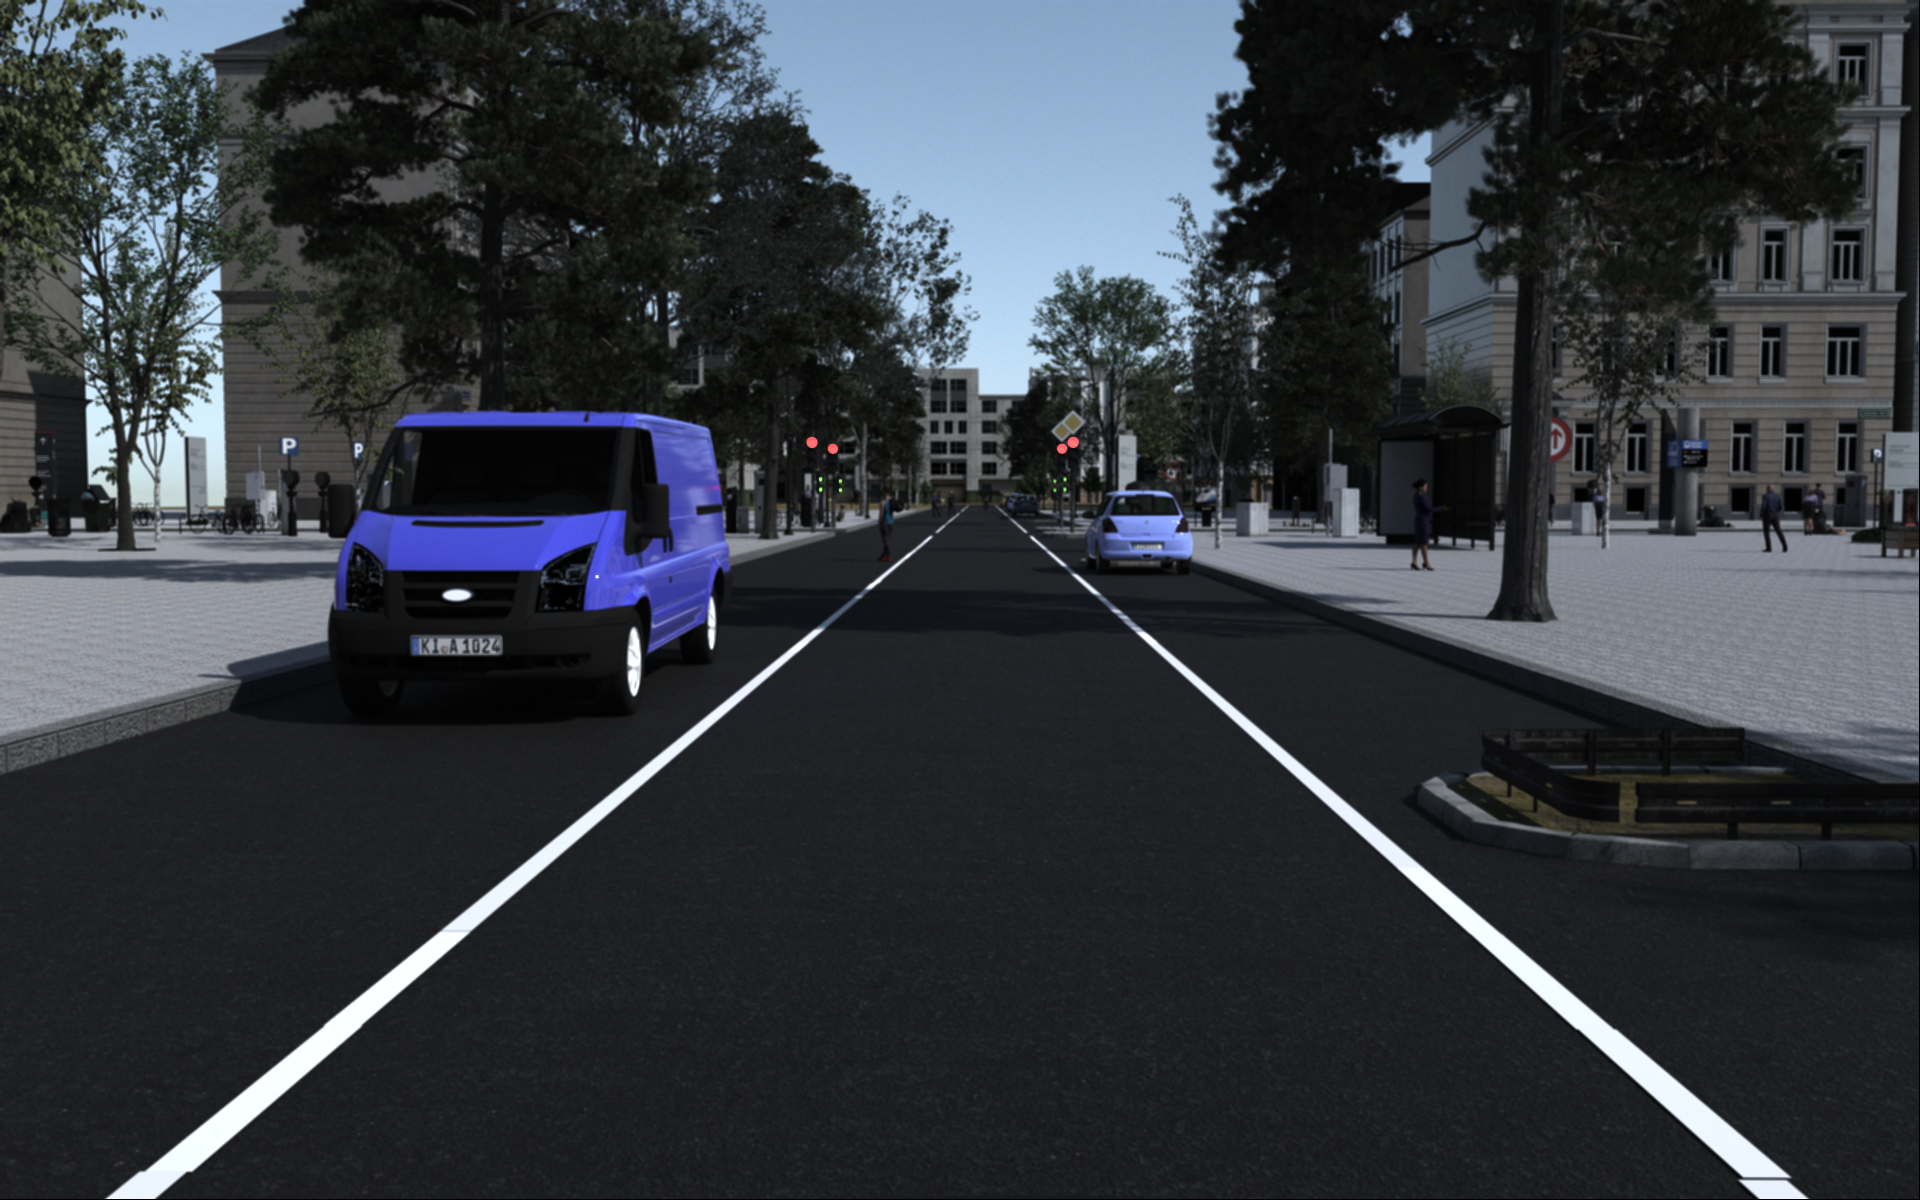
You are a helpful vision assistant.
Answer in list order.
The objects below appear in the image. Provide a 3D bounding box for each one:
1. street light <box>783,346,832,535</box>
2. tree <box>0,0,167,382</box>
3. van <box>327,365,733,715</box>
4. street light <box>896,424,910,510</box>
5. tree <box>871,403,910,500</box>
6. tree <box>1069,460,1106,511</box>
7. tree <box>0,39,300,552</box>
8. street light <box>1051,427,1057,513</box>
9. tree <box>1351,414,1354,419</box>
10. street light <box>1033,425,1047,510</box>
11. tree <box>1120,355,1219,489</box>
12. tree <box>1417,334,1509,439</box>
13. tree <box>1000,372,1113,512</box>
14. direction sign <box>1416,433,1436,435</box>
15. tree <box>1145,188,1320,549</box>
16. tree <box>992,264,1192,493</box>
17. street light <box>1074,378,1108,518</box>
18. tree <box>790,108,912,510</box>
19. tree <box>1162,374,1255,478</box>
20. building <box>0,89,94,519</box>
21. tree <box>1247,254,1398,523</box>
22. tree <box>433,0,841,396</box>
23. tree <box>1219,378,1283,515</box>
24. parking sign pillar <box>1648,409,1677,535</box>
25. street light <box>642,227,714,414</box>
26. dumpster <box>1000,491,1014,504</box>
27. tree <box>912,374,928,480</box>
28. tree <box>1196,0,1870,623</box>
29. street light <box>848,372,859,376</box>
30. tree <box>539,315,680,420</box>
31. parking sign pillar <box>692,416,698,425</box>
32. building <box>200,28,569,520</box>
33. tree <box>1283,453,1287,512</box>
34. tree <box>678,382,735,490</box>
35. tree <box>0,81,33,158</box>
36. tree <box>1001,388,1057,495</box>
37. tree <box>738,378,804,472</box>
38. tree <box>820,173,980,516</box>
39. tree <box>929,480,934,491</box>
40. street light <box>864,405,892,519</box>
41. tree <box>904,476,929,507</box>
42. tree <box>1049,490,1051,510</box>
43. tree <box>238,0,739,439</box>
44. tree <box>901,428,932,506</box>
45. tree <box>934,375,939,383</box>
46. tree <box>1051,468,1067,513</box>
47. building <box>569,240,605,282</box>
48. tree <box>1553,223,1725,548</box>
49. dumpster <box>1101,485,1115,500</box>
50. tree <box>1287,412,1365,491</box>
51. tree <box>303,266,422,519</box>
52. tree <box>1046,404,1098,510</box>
[{"bbox_3d":[-4.832,-4.988,54.092,1.470,5.913,1.316,0,4,1],"label":"street light"},{"bbox_3d":[-10.081,-4.100,17.396,4.737,8.622,4.395,0,3,0],"label":"tree"},{"bbox_3d":[-3.020,-0.527,12.996,2.240,2.365,5.245,0,4,0],"label":"van"},{"bbox_3d":[-4.014,-8.668,114.267,1.470,5.913,1.316,0,4,1],"label":"street light"},{"bbox_3d":[-5.133,-11.204,133.552,4.737,8.622,4.395,0,3,0],"label":"tree"},{"bbox_3d":[7.218,-6.234,96.526,1.663,3.219,1.824,0,3,0],"label":"tree"},{"bbox_3d":[-18.819,-6.928,39.021,9.928,11.665,9.643,0,3,0],"label":"tree"},{"bbox_3d":[5.652,-7.370,93.042,1.470,5.913,1.316,0,4,1],"label":"street light"},{"bbox_3d":[22.724,-9.689,108.784,4.360,8.622,3.978,0,3,0],"label":"tree"},{"bbox_3d":[5.843,-8.820,116.741,1.470,5.913,1.316,0,4,1],"label":"street light"},{"bbox_3d":[11.138,-8.840,94.890,4.737,8.622,4.395,0,3,0],"label":"tree"},{"bbox_3d":[22.664,-7.874,79.099,4.737,8.622,4.395,0,3,0],"label":"tree"},{"bbox_3d":[7.331,-11.718,126.007,8.767,10.594,7.601,-1,4,-10],"label":"tree"},{"bbox_3d":[17.330,-4.443,64.641,0.876,3.537,0.379,3,4,37],"label":"direction sign"},{"bbox_3d":[6.200,-5.530,40.781,4.360,8.622,3.978,0,3,0],"label":"tree"},{"bbox_3d":[6.846,-9.325,78.226,9.928,11.665,9.643,0,3,0],"label":"tree"},{"bbox_3d":[5.354,-5.916,69.269,1.470,5.913,1.316,0,4,1],"label":"street light"},{"bbox_3d":[-5.322,-7.752,48.806,6.751,12.117,7.091,0,3,0],"label":"tree"},{"bbox_3d":[18.198,-11.838,127.970,8.767,10.594,7.601,2,4,24],"label":"tree"},{"bbox_3d":[-64.297,-15.806,91.711,30.059,22.955,16.112,0,4,1],"label":"building"},{"bbox_3d":[15.757,-9.367,75.208,6.751,12.117,7.091,0,3,0],"label":"tree"},{"bbox_3d":[-6.788,-7.799,37.891,12.009,13.543,11.850,0,3,0],"label":"tree"},{"bbox_3d":[16.477,-9.568,106.801,4.737,8.622,4.395,0,3,0],"label":"tree"},{"bbox_3d":[22.791,-4.089,55.332,1.447,3.967,1.447,3,5,41],"label":"parking sign pillar"},{"bbox_3d":[-4.982,-3.534,30.320,1.470,5.913,1.316,0,4,1],"label":"street light"},{"bbox_3d":[5.728,-12.441,211.627,1.865,1.857,1.264,0,3,0],"label":"dumpster"},{"bbox_3d":[-5.390,-12.388,124.600,6.751,12.117,7.091,0,3,0],"label":"tree"},{"bbox_3d":[6.064,-6.722,17.320,7.806,13.903,7.818,0,3,0],"label":"tree"},{"bbox_3d":[-4.547,-5.732,66.255,1.470,5.913,1.316,0,4,1],"label":"street light"},{"bbox_3d":[-18.781,-10.197,92.484,9.928,11.665,9.643,0,3,0],"label":"tree"},{"bbox_3d":[-8.164,-4.032,54.394,1.447,3.967,1.447,0,4,-5],"label":"parking sign pillar"},{"bbox_3d":[-30.112,-18.283,96.194,12.463,27.353,25.104,0,4,1],"label":"building"},{"bbox_3d":[19.426,-10.141,116.169,4.737,8.622,4.395,0,3,0],"label":"tree"},{"bbox_3d":[-16.709,-9.904,112.300,4.737,8.622,4.395,0,3,0],"label":"tree"},{"bbox_3d":[-17.900,-5.489,24.159,7.601,10.594,8.767,2,4,29],"label":"tree"},{"bbox_3d":[7.328,-15.415,174.088,6.751,12.117,7.091,0,3,0],"label":"tree"},{"bbox_3d":[-9.865,-8.519,89.653,4.360,8.622,3.978,0,3,0],"label":"tree"},{"bbox_3d":[-5.187,-14.981,100.829,12.611,20.169,13.585,0,3,0],"label":"tree"},{"bbox_3d":[-4.070,-12.614,200.832,1.663,3.219,1.824,0,3,0],"label":"tree"},{"bbox_3d":[-4.281,-7.192,90.134,1.470,5.913,1.316,0,4,1],"label":"street light"},{"bbox_3d":[-4.593,-10.951,173.656,1.663,3.219,1.824,0,3,0],"label":"tree"},{"bbox_3d":[7.829,-9.058,142.698,1.663,3.219,1.824,0,3,0],"label":"tree"},{"bbox_3d":[-6.865,-6.306,25.158,6.751,12.117,7.091,0,3,0],"label":"tree"},{"bbox_3d":[-4.791,-14.326,184.588,4.360,8.622,3.978,0,3,0],"label":"tree"},{"bbox_3d":[-5.966,-10.114,75.733,12.009,13.543,11.850,0,3,0],"label":"tree"},{"bbox_3d":[7.077,-7.350,114.781,1.663,3.219,1.824,0,3,0],"label":"tree"},{"bbox_3d":[-31.282,-15.290,117.446,16.820,18.784,16.811,0,4,1],"label":"building"},{"bbox_3d":[15.476,-5.523,40.658,4.360,8.622,3.978,0,3,0],"label":"tree"},{"bbox_3d":[9.745,-6.470,111.545,1.264,1.857,1.865,0,4,1],"label":"dumpster"},{"bbox_3d":[21.599,-9.093,99.037,4.737,8.622,4.395,0,3,0],"label":"tree"},{"bbox_3d":[-16.424,-5.894,46.736,4.737,8.622,4.395,0,3,0],"label":"tree"},{"bbox_3d":[8.818,-11.314,135.338,4.360,8.622,3.978,0,3,0],"label":"tree"}]
